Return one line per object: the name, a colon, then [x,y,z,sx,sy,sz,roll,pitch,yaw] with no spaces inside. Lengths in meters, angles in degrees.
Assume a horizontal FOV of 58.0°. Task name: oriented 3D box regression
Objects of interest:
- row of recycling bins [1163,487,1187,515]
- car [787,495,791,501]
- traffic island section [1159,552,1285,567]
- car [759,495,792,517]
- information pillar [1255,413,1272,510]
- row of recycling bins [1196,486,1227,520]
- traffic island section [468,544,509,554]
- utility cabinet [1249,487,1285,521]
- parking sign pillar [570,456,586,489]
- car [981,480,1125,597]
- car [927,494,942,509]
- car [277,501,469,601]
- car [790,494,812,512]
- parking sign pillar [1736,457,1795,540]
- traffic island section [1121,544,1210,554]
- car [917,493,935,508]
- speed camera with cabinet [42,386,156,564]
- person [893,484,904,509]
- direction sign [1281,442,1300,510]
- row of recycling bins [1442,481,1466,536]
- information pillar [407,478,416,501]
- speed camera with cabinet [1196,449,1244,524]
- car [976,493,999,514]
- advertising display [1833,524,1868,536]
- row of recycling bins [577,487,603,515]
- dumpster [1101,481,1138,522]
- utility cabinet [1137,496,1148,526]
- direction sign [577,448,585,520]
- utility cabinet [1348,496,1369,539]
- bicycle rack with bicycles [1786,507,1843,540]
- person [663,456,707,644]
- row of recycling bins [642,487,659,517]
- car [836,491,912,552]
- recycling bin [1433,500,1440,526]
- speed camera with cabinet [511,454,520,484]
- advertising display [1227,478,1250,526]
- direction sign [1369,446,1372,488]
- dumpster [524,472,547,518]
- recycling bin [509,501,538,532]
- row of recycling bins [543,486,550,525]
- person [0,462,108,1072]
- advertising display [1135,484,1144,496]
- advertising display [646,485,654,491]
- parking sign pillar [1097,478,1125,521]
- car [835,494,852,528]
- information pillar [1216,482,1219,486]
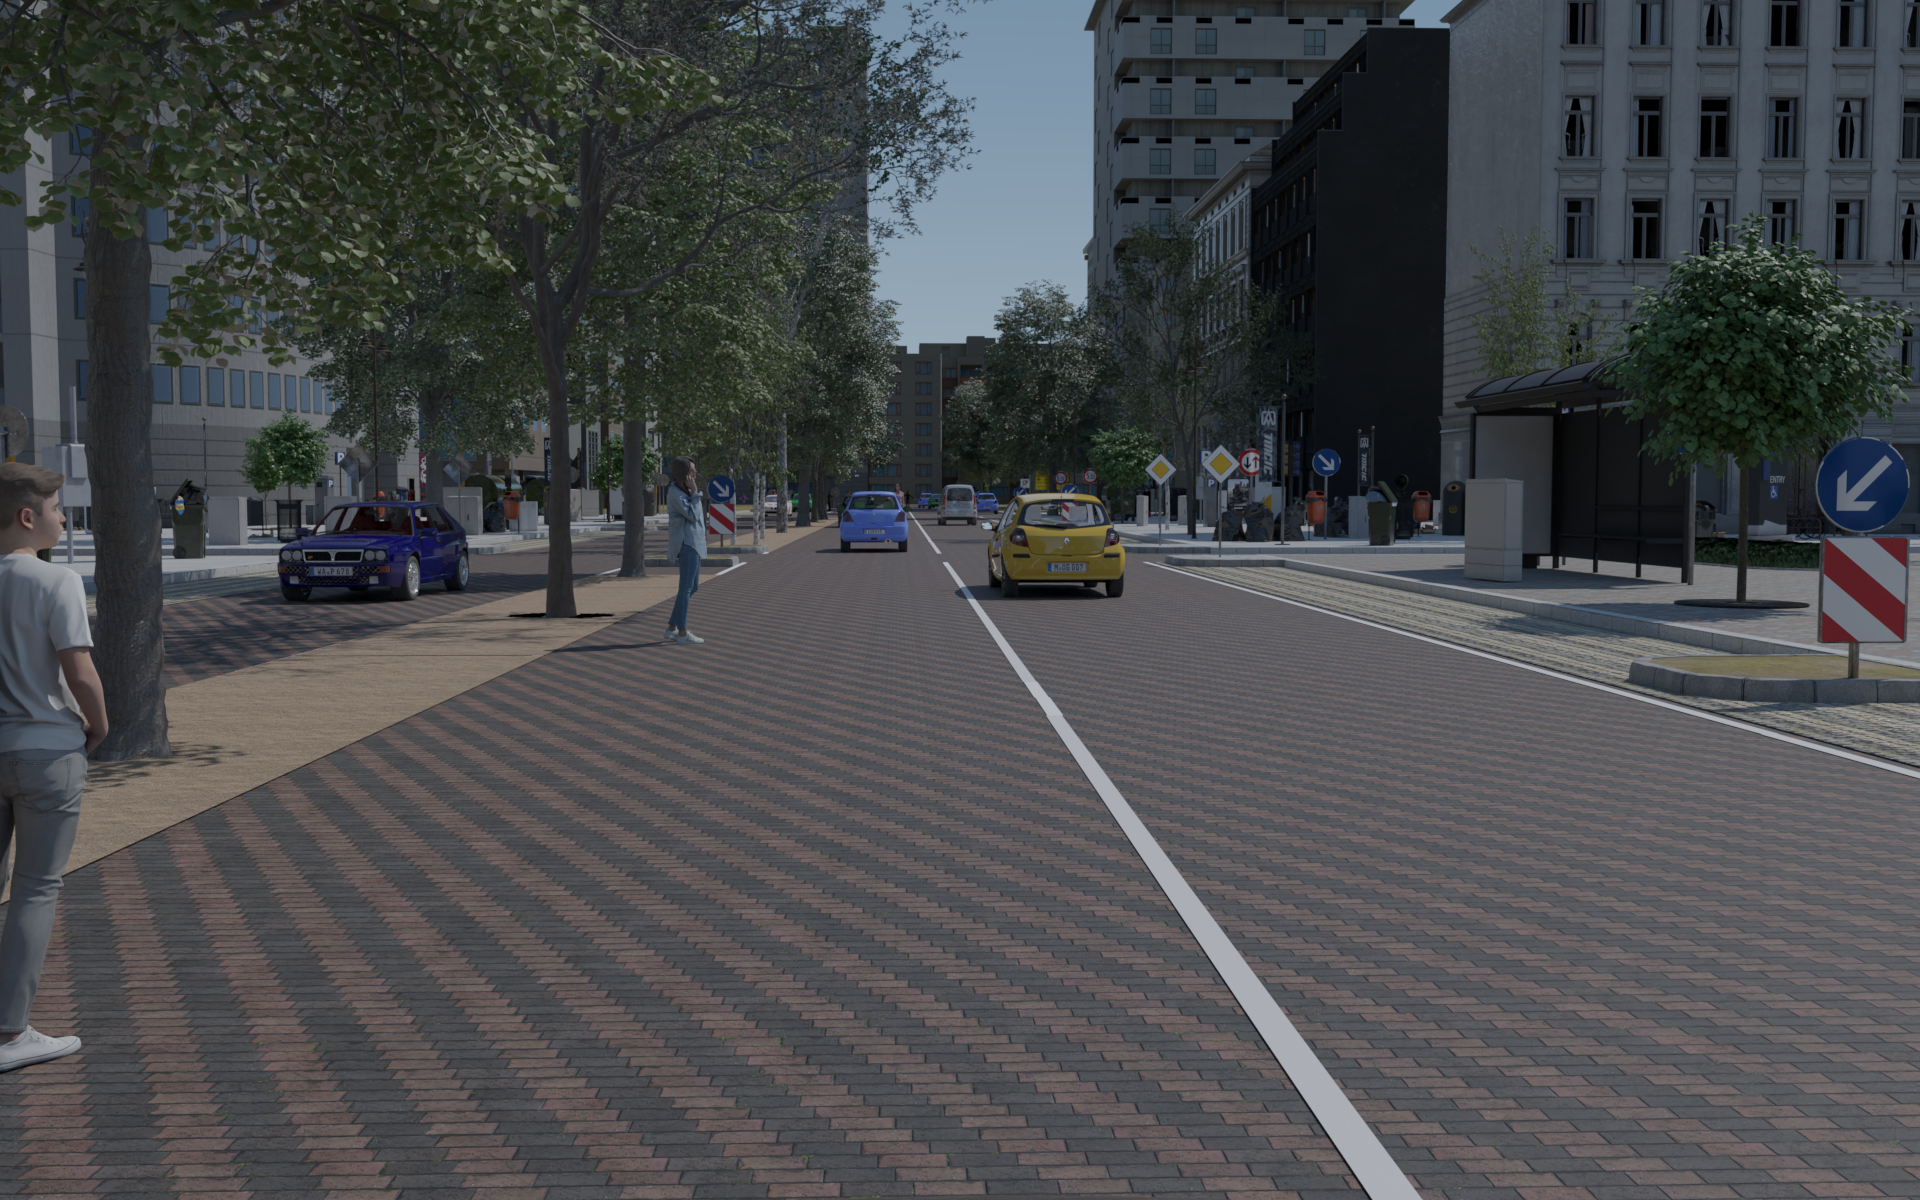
row of recycling bins: [13.102,-6.015,105.464,1.069,1.692,3.534,1,4,21]
car: [-16.529,-9.147,161.918,2.083,1.381,4.827,0,4,-3]
traffic island section: [5.290,-0.786,35.135,2.009,0.180,2.903,0,4,-2]
car: [-11.711,-5.995,110.374,2.083,1.381,4.827,0,4,-2]
information pillar: [8.750,-3.588,50.012,0.504,3.616,0.183,0,4,7]
row of recycling bins: [13.131,-4.923,87.602,1.069,1.692,3.534,3,4,38]
traffic island section: [-12.280,-1.236,42.493,2.009,0.180,2.903,0,4,-2]
utility cabinet: [9.505,-2.752,53.679,1.173,1.500,0.318,-2,4,-27]
parking sign pillar: [-25.805,-7.795,115.919,1.447,3.967,1.447,3,5,39]
car: [1.350,-0.935,25.513,2.015,1.641,3.980,0,4,-3]
car: [-2.184,-9.693,167.278,1.959,1.807,4.718,0,4,-3]
car: [-8.214,-0.727,24.470,1.945,1.354,3.894,0,4,-1]
car: [-12.529,-7.882,137.662,1.959,1.807,4.718,0,4,-2]
parking sign pillar: [21.494,-3.525,46.110,1.447,3.967,1.447,-2,4,-34]
traffic island section: [5.000,-1.274,43.115,2.009,0.180,2.903,0,4,-2]
car: [-3.458,-10.281,177.683,1.945,1.707,3.694,0,4,-3]
speed camera with cabinet: [-16.188,-2.341,32.609,0.660,3.252,2.038,2,4,24]
person: [-2.405,-3.533,66.279,0.555,1.821,0.388,-1,4,-19]
direction sign: [14.277,-5.069,74.881,0.876,3.537,0.379,-1,4,-13]
row of recycling bins: [16.120,-2.780,52.560,1.069,1.692,3.534,-2,4,-33]
information pillar: [-24.497,-4.457,77.364,0.304,2.012,0.304,-2,4,-25]
speed camera with cabinet: [11.274,-4.937,75.059,2.038,3.252,0.660,2,4,35]
car: [1.834,-6.958,123.346,1.945,1.707,3.694,0,4,-1]
advertising display: [23.567,-2.482,45.787,0.974,1.923,0.123,0,4,1]
row of recycling bins: [-23.519,-6.026,105.633,3.534,1.692,1.069,0,4,-1]
dumpster: [7.513,-4.829,81.449,1.502,2.255,1.985,0,4,-2]
utility cabinet: [7.297,-3.551,69.220,0.306,1.237,1.020,1,4,16]
direction sign: [-18.511,-5.660,84.543,0.379,3.537,0.876,-2,4,-30]
utility cabinet: [11.553,-2.384,50.139,0.306,1.237,1.020,2,4,31]
bicycle rack with bicycles: [23.907,-2.215,49.602,2.852,0.926,2.925,-3,5,-44]
person: [-2.647,-0.478,16.573,0.793,1.790,0.793,-3,4,-36]
row of recycling bins: [-20.306,-6.477,113.015,1.069,1.692,3.534,0,4,-3]
car: [-2.180,-2.103,43.970,1.945,1.707,3.694,0,4,-3]
recycling bin: [19.621,-3.515,70.022,0.722,1.027,0.722,-1,4,-16]
speed camera with cabinet: [-22.676,-5.541,84.934,2.038,3.252,0.660,0,4,3]
advertising display: [11.350,-3.999,70.595,0.974,1.923,0.123,2,4,30]
direction sign: [19.166,-5.443,80.983,0.379,3.537,0.876,2,4,25]
dumpster: [-18.376,-4.530,76.551,1.502,2.255,1.985,0,4,-2]
recycling bin: [-15.038,-2.881,59.656,0.722,1.027,0.722,-3,5,-44]
row of recycling bins: [-16.836,-3.990,72.345,1.069,1.692,3.534,-1,4,-16]
person: [-2.422,0.412,4.359,0.503,1.515,0.523,-2,4,-27]
advertising display: [11.228,-6.304,108.291,0.123,1.923,0.974,3,4,38]
advertising display: [-19.688,-6.385,109.608,0.974,1.923,0.123,-2,4,-30]
parking sign pillar: [7.317,-5.844,84.019,1.447,3.967,1.447,1,4,13]
car: [-4.427,-4.010,75.350,2.009,1.686,4.222,0,4,-3]
information pillar: [15.070,-5.951,101.791,0.304,2.012,0.304,3,5,41]
